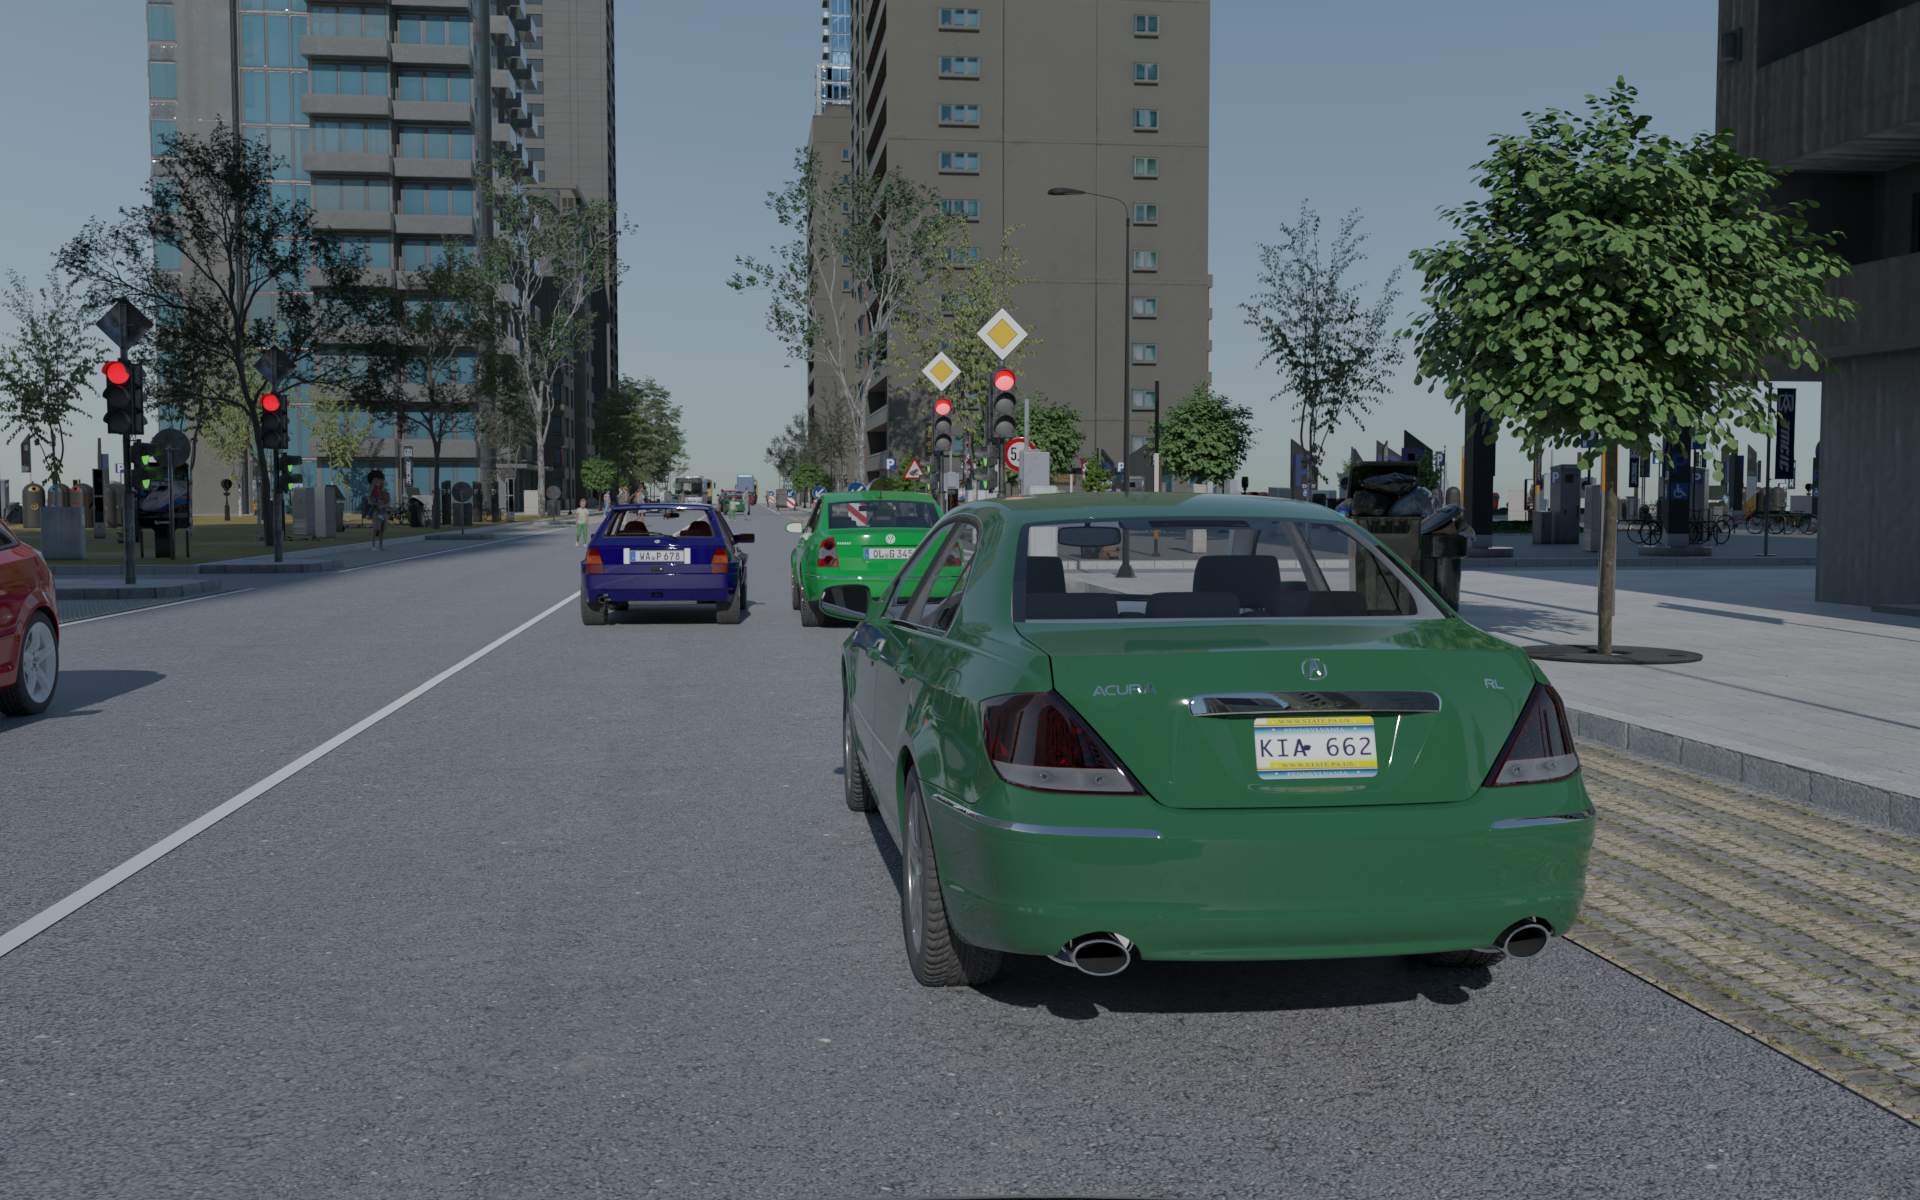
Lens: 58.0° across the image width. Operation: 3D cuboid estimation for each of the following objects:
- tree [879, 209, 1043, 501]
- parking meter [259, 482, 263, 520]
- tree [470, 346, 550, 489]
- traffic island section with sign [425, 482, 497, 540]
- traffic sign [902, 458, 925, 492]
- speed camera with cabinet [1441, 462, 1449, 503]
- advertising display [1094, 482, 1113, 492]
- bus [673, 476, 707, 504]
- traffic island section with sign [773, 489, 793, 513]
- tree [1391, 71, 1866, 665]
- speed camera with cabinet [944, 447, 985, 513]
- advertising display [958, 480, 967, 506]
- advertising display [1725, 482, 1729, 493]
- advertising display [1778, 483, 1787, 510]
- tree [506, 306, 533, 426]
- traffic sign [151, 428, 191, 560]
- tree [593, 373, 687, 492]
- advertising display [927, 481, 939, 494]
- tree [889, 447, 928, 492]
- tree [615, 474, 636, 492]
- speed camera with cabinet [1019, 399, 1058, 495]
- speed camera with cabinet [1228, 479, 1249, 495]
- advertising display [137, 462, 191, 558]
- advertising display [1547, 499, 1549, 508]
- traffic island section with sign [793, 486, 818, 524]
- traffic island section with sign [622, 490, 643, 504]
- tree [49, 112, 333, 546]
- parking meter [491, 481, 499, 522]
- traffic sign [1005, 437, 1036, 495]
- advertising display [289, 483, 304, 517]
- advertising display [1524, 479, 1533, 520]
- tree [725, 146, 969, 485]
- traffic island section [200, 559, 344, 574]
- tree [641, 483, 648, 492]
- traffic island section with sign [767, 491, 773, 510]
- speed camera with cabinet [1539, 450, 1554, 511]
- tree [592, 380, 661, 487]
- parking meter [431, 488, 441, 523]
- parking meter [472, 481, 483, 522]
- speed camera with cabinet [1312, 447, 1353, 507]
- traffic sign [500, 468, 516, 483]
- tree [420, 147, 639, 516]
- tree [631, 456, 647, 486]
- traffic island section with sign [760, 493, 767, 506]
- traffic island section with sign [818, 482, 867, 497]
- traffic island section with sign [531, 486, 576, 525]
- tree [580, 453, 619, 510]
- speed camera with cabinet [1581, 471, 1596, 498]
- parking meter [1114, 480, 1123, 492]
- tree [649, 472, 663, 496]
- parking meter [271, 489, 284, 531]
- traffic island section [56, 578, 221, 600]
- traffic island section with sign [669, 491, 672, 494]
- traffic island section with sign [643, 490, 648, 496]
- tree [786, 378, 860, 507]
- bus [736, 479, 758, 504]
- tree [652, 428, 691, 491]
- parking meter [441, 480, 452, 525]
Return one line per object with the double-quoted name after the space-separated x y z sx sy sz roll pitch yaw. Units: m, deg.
0.270 -5.749 44.360 4.737 8.622 4.395 0 3 0 "tree"
-34.331 -4.852 85.039 0.255 1.863 0.399 0 4 3 "parking meter"
-22.440 -8.327 86.514 4.360 8.622 3.978 0 3 0 "tree"
-15.653 -2.802 54.446 1.989 1.847 2.006 0 4 -7 "traffic island section with sign"
-1.612 -3.772 61.677 0.884 2.594 0.081 0 4 1 "traffic sign"
30.116 -6.962 108.167 0.660 3.252 2.038 1 4 12 "speed camera with cabinet"
6.382 -4.451 77.988 0.974 1.923 0.123 -1 4 -12 "advertising display"
-26.014 -10.572 167.706 2.948 3.499 13.247 0 4 -6 "bus"
-13.077 -7.573 132.452 1.989 1.847 2.006 0 4 -7 "traffic island section with sign"
5.113 -1.821 13.492 4.285 4.588 4.351 0 3 0 "tree"
0.236 -4.777 72.442 2.038 3.252 0.660 -1 4 -15 "speed camera with cabinet"
-0.138 -4.364 76.567 0.974 1.923 0.123 2 4 30 "advertising display"
41.568 -5.401 93.518 0.974 1.923 0.123 -3 5 -43 "advertising display"
48.313 -5.906 101.776 0.974 1.923 0.123 -3 5 -40 "advertising display"
-19.141 -7.927 64.020 8.767 10.594 7.601 3 5 40 "tree"
-15.279 -2.045 33.546 0.768 2.556 0.104 0 4 -3 "traffic sign"
-33.959 -16.916 183.227 9.857 13.997 8.962 0 3 0 "tree"
-1.232 -4.942 86.009 0.974 1.923 0.123 -3 4 -37 "advertising display"
-2.112 -4.536 68.757 1.663 3.219 1.824 0 3 0 "tree"
-31.476 -10.252 162.224 1.663 3.219 1.824 0 3 0 "tree"
1.612 -2.513 35.431 0.660 3.252 2.038 0 4 -3 "speed camera with cabinet"
16.859 -6.790 105.345 0.660 3.252 2.038 -2 4 -23 "speed camera with cabinet"
-16.007 -1.812 34.833 0.974 1.923 0.123 -1 4 -15 "advertising display"
28.485 -4.890 85.166 0.974 1.923 0.123 -1 4 -13 "advertising display"
-6.926 -4.592 83.709 1.989 1.847 2.006 0 4 -7 "traffic island section with sign"
-25.434 -7.545 131.988 1.989 1.847 2.006 0 4 -7 "traffic island section with sign"
-17.208 -6.612 42.516 7.601 10.594 8.767 3 4 38 "tree"
-21.167 -4.475 78.869 0.255 1.863 0.399 0 4 0 "parking meter"
1.345 -2.375 38.935 0.768 2.556 0.104 0 4 2 "traffic sign"
-37.757 -5.712 98.605 0.123 1.923 0.974 2 4 26 "advertising display"
24.254 -4.177 73.514 0.974 1.923 0.123 -3 5 -41 "advertising display"
-6.203 -14.620 94.931 12.611 20.169 13.585 0 3 0 "tree"
-12.889 -0.638 32.713 2.009 0.180 2.903 0 4 -7 "traffic island section"
-37.232 -12.745 202.989 1.663 3.219 1.824 0 3 0 "tree"
-16.450 -9.209 159.196 1.989 1.847 2.006 0 4 -7 "traffic island section with sign"
26.027 -5.084 77.452 0.660 3.252 2.038 0 4 -1 "speed camera with cabinet"
-33.714 -15.526 171.979 7.486 12.596 7.792 0 3 0 "tree"
-22.908 -4.118 75.735 0.372 1.533 0.369 0 3 0 "parking meter"
-21.852 -4.450 78.465 0.399 1.863 0.255 1 4 13 "parking meter"
15.715 -4.790 72.650 2.038 3.252 0.660 3 5 40 "speed camera with cabinet"
-21.782 -5.100 83.499 0.768 2.556 0.104 0 4 -3 "traffic sign"
-25.136 -14.787 97.648 12.611 20.169 13.585 0 3 0 "tree"
-36.167 -15.052 196.457 4.360 8.622 3.978 0 3 0 "tree"
-26.925 -14.283 242.158 1.989 1.847 2.006 0 4 -7 "traffic island section with sign"
-3.541 -2.956 56.966 1.989 1.847 2.006 0 4 -7 "traffic island section with sign"
-19.021 -4.438 81.191 1.989 1.847 2.006 0 4 -7 "traffic island section with sign"
-29.127 -9.538 139.655 4.285 4.588 4.351 0 3 0 "tree"
33.173 -6.055 93.337 2.038 3.252 0.660 3 5 41 "speed camera with cabinet"
6.659 -4.080 72.419 0.399 1.863 0.255 1 4 18 "parking meter"
-37.080 -15.734 207.604 4.737 8.622 4.395 0 3 0 "tree"
-23.637 -3.155 59.991 0.372 1.533 0.369 0 3 0 "parking meter"
-11.889 -0.153 24.790 2.009 0.180 2.903 0 4 -7 "traffic island section"
-39.057 -14.139 239.805 1.989 1.847 2.006 0 4 -7 "traffic island section with sign"
-28.818 -9.181 158.730 1.989 1.847 2.006 0 4 -7 "traffic island section with sign"
-7.820 -9.693 108.839 4.360 8.622 3.978 0 3 0 "tree"
-31.032 -15.966 252.587 2.896 3.916 12.252 -1 4 -9 "bus"
-45.018 -20.765 265.263 9.928 11.665 9.643 0 3 0 "tree"
-21.647 -4.115 72.986 0.255 1.863 0.399 1 4 18 "parking meter"
